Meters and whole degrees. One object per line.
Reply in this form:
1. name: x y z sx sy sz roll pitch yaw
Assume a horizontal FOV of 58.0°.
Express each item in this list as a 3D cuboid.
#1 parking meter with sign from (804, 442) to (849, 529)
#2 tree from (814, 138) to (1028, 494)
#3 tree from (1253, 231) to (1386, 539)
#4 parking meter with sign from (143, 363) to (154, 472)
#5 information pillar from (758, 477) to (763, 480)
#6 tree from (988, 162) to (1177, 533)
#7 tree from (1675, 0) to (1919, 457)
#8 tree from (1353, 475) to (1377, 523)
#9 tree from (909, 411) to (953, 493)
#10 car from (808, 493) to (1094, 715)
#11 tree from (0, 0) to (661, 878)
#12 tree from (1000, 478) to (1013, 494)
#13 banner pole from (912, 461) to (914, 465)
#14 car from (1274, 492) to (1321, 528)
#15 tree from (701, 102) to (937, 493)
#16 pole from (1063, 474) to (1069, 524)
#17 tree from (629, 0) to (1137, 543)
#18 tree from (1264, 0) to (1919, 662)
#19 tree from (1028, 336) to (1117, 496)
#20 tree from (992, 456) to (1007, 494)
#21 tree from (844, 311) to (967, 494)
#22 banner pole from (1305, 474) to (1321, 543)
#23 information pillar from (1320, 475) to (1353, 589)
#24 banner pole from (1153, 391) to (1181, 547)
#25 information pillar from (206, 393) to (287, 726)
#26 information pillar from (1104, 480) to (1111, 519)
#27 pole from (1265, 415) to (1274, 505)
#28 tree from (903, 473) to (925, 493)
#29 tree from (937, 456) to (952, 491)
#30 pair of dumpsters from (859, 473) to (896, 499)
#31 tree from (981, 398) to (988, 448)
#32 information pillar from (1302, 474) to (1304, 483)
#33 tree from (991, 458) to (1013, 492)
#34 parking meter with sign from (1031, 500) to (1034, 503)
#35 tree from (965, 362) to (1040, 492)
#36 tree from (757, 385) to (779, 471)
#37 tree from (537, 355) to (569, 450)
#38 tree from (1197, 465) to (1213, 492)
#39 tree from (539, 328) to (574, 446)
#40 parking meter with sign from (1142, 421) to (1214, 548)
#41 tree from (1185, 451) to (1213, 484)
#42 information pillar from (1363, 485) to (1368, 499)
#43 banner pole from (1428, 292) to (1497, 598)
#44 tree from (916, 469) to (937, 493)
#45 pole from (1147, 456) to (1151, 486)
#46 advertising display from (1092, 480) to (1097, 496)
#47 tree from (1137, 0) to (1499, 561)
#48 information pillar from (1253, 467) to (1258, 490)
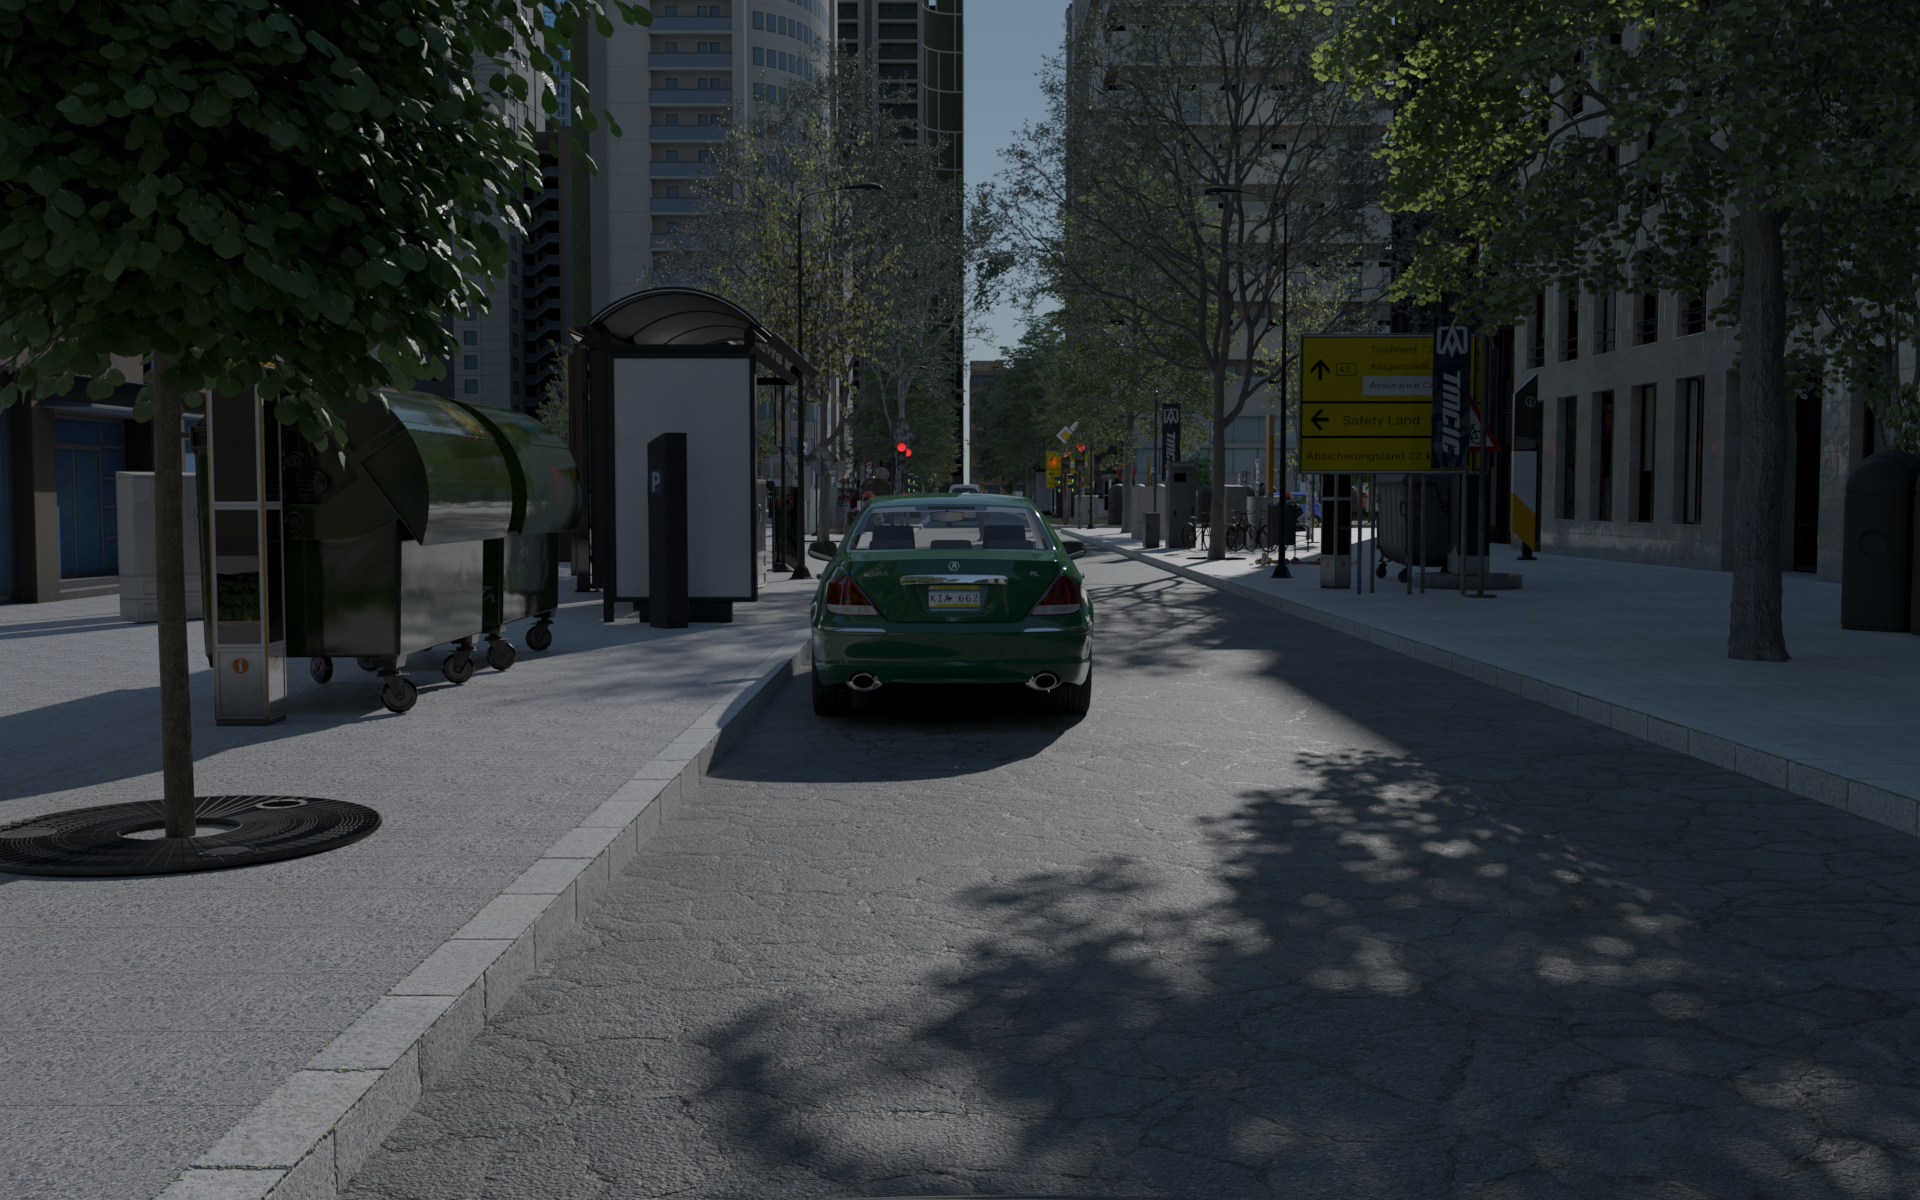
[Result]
1. parking meter with sign: -4.489 -3.735 57.330 1.738 3.016 0.543 2 4 26
2. tree: -2.421 -14.333 90.231 12.611 20.169 13.585 0 3 0
3. tree: 10.043 -6.039 49.107 4.360 8.622 3.978 0 3 0
4. parking meter with sign: -8.078 -1.410 19.314 1.738 3.016 0.543 -1 4 -13
5. information pillar: -8.412 -4.164 72.576 0.304 2.012 0.304 0 4 5
6. tree: 5.875 -8.497 57.055 7.486 12.596 7.792 0 3 0
7. tree: 10.542 -4.252 19.880 4.737 8.622 4.395 0 3 0
8. tree: 18.024 -5.642 75.960 4.285 4.588 4.351 0 3 0
9. tree: -2.972 -11.991 146.408 4.737 8.622 4.395 0 3 0
10. car: -0.085 -0.054 12.679 2.131 1.459 4.920 0 4 -1
11. tree: -2.842 -1.387 6.384 4.285 4.588 4.351 0 3 0
12. tree: 5.196 -11.137 176.698 1.663 3.219 1.824 0 3 0
13. banner pole: -3.488 -8.466 128.432 0.401 3.779 0.863 1 4 17
14. car: 12.592 -3.629 68.926 3.694 1.707 1.945 0 3 0
15. tree: -3.122 -5.084 33.487 4.360 8.622 3.978 0 3 0
16. pole: 4.507 -4.876 73.562 0.158 3.312 0.155 0 3 0
17. tree: -3.513 -8.280 45.754 12.009 13.543 11.850 0 3 0
18. tree: 5.798 -5.805 13.034 7.486 12.596 7.792 0 3 0
19. tree: 5.271 -7.739 76.891 4.737 8.622 4.395 0 3 0
20. tree: 4.654 -14.258 183.487 4.737 8.622 4.395 0 3 0
21. tree: -3.346 -11.447 105.281 7.486 12.596 7.792 0 3 0
22. banner pole: 9.468 -3.381 45.293 0.863 3.779 0.401 0 4 -4
23. information pillar: 5.110 -1.163 23.507 0.304 2.012 0.304 -2 4 -31
24. banner pole: 4.969 -3.185 42.093 0.863 3.779 0.401 2 4 23
25. information pillar: -3.972 -0.316 9.651 0.304 2.012 0.304 0 4 -2
26. information pillar: 7.522 -5.132 88.395 0.304 2.012 0.304 2 4 25
27. pole: 7.990 -3.110 44.695 0.158 3.312 0.155 0 3 0
28. tree: -3.239 -7.770 121.641 1.663 3.219 1.824 0 3 0
29. tree: -3.140 -15.991 211.820 4.360 8.622 3.978 0 3 0
30. pair of dumpsters: -3.696 -4.584 77.435 1.574 2.255 4.437 0 4 0
31. tree: 5.301 -11.741 110.086 7.486 12.596 7.792 0 3 0
32. information pillar: 26.864 -8.825 135.636 0.183 3.616 0.504 0 4 -4
33. tree: 5.067 -15.483 203.511 4.360 8.622 3.978 0 3 0
34. parking meter with sign: 5.287 -7.276 115.230 0.543 3.016 1.738 -3 5 -44
35. tree: 5.347 -15.805 165.060 9.857 13.997 8.962 0 3 0
36. tree: -13.289 -9.834 111.143 4.737 8.622 4.395 0 3 0
37. tree: -20.015 -8.598 90.947 4.360 8.622 3.978 0 3 0
38. tree: 16.601 -7.517 117.497 1.663 3.219 1.824 0 3 0
39. tree: -16.302 -7.710 76.420 4.737 8.622 4.395 0 3 0
40. parking meter with sign: 5.230 -2.743 41.116 1.738 3.016 0.543 0 4 -6
41. tree: 17.808 -8.902 129.269 4.285 4.588 4.351 0 3 0
42. information pillar: 30.399 -8.484 130.069 0.504 3.616 0.183 0 4 -5
43. banner pole: 6.246 -1.923 21.466 0.863 3.779 0.401 1 4 9
44. tree: -3.755 -10.977 163.190 4.285 4.588 4.351 0 3 0
45. pole: 10.143 -6.066 93.029 0.158 3.312 0.155 0 3 0
46. advertising display: 6.190 -4.594 80.319 0.123 1.923 0.974 0 4 -7
47. tree: 5.148 -7.531 33.503 12.009 13.543 11.850 0 3 0
48. information pillar: 23.270 -8.855 136.133 0.504 3.616 0.183 -2 4 -35
